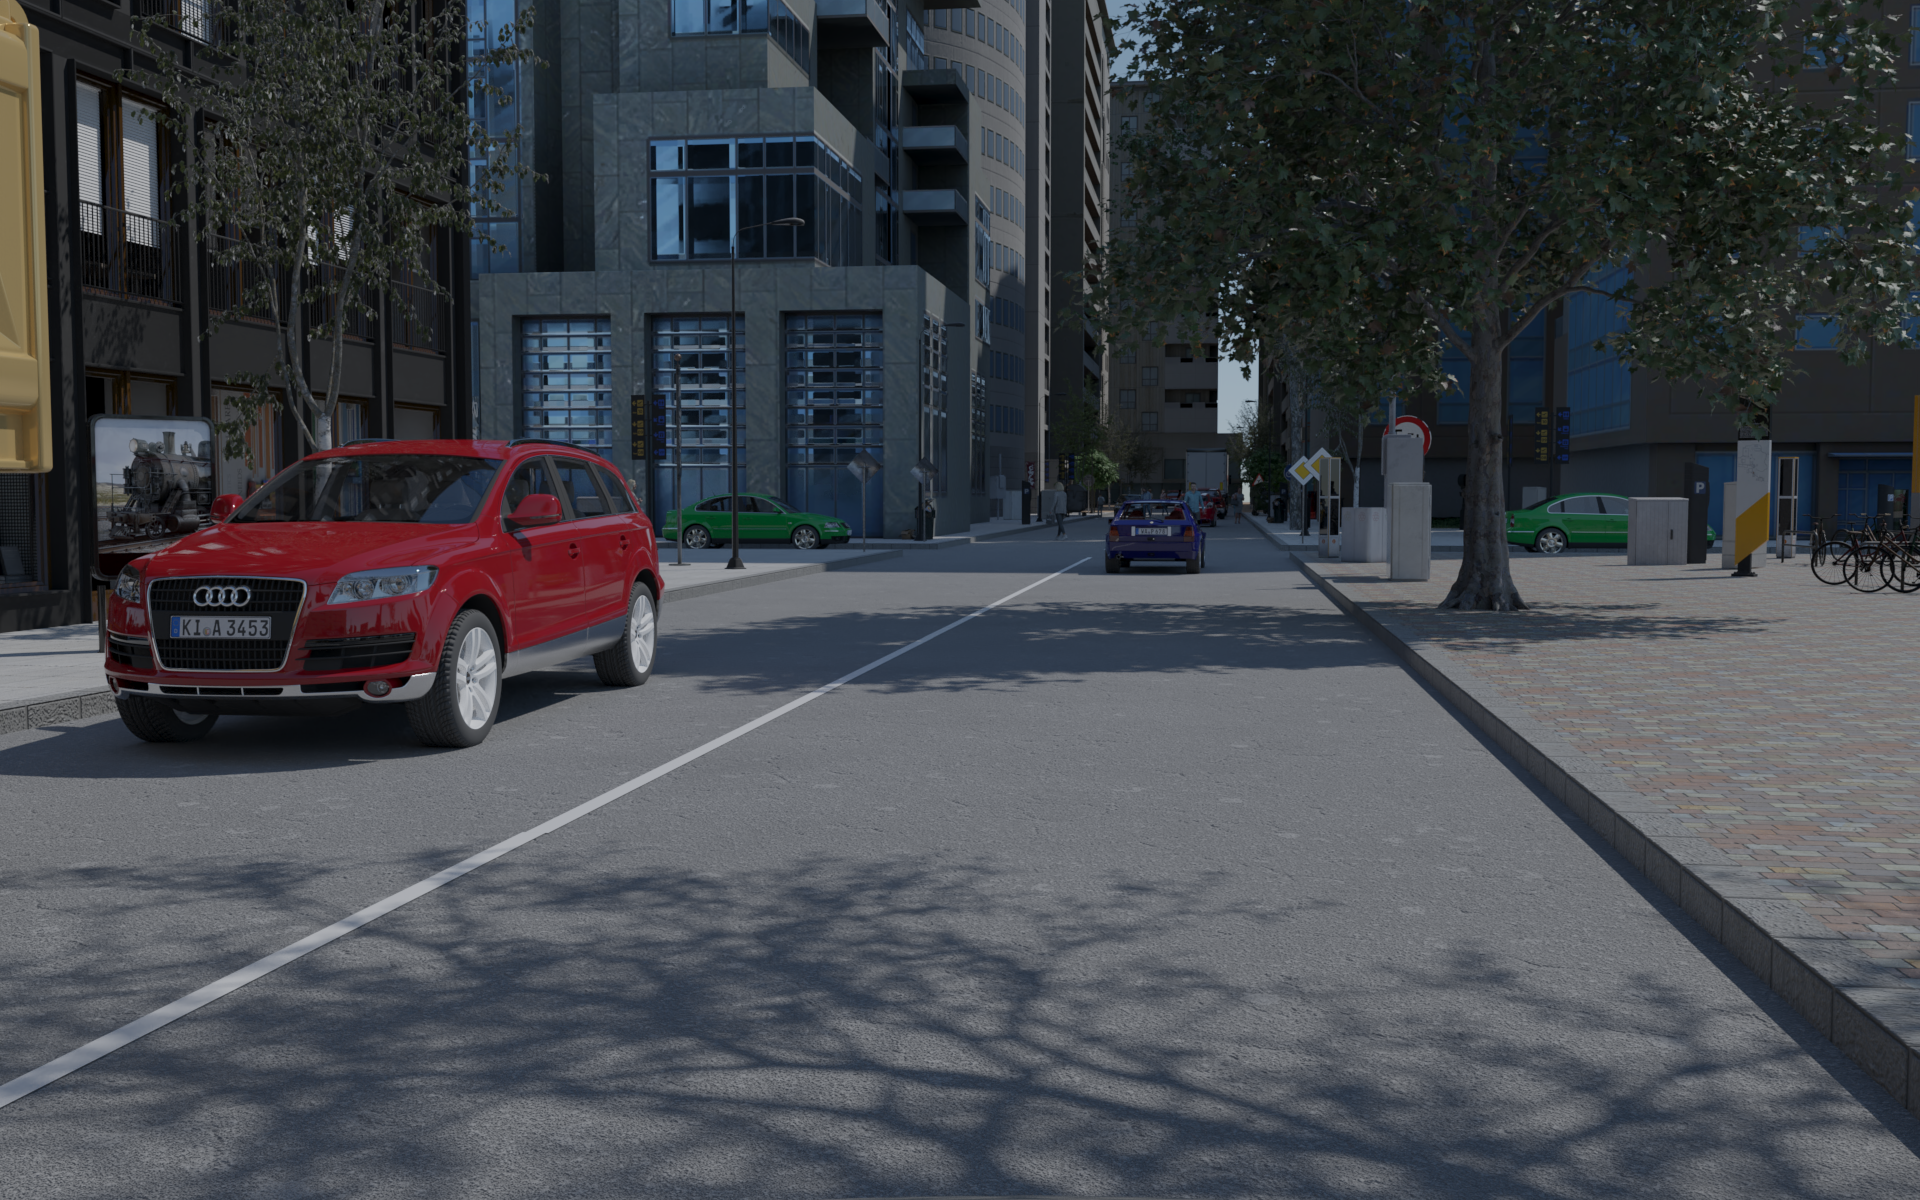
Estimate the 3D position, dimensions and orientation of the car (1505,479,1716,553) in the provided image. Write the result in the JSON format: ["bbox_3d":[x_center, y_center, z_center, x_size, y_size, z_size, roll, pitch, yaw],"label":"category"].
[{"bbox_3d":[14.828,-1.895,39.788,4.718,1.807,1.959,0,4,8],"label":"car"}]

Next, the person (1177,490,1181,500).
[{"bbox_3d":[19.818,-9.005,155.686,0.705,1.831,1.348,-1,4,-22],"label":"person"}]

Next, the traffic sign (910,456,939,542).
[{"bbox_3d":[-0.951,-2.610,46.316,0.795,2.450,0.064,1,4,8],"label":"traffic sign"}]

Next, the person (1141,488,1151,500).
[{"bbox_3d":[10.363,-5.341,96.096,0.793,1.790,0.793,-1,4,-16],"label":"person"}]

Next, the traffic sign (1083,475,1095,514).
[{"bbox_3d":[8.440,-6.939,113.557,0.768,2.556,0.104,1,4,10],"label":"traffic sign"}]

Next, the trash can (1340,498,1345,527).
[{"bbox_3d":[14.527,-3.387,67.034,0.748,1.137,0.748,0,3,0],"label":"trash can"}]

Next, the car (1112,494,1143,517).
[{"bbox_3d":[9.966,-5.604,101.405,2.009,1.686,4.222,1,4,9],"label":"car"}]

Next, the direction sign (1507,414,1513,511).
[{"bbox_3d":[15.769,-3.531,49.726,0.379,3.537,0.876,1,4,10],"label":"direction sign"}]

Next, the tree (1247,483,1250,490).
[{"bbox_3d":[26.668,-9.778,154.472,1.663,3.219,1.824,0,3,0],"label":"tree"}]

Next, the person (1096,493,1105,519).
[{"bbox_3d":[7.907,-5.309,97.891,0.523,1.515,0.503,2,4,32],"label":"person"}]

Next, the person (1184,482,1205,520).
[{"bbox_3d":[7.617,-2.932,56.453,0.660,1.820,0.620,-1,4,-12],"label":"person"}]

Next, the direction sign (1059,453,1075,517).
[{"bbox_3d":[5.877,-6.330,95.489,0.876,3.537,0.379,0,4,-7],"label":"direction sign"}]

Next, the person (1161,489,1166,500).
[{"bbox_3d":[13.005,-6.182,110.159,0.643,1.750,0.593,0,4,5],"label":"person"}]

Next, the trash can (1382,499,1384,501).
[{"bbox_3d":[11.933,-2.188,47.431,0.748,1.137,0.748,0,3,0],"label":"trash can"}]

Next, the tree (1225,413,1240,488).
[{"bbox_3d":[21.738,-10.826,127.360,4.360,8.622,3.978,0,3,0],"label":"tree"}]

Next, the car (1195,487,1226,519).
[{"bbox_3d":[14.201,-5.572,99.772,2.281,1.827,5.304,0,4,7],"label":"car"}]

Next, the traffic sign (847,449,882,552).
[{"bbox_3d":[-2.125,-2.127,38.418,0.795,2.450,0.064,1,4,8],"label":"traffic sign"}]

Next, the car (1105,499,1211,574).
[{"bbox_3d":[3.716,-1.223,32.573,1.945,1.354,3.894,1,4,10],"label":"car"}]

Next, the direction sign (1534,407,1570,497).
[{"bbox_3d":[15.415,-3.251,45.147,0.876,3.537,0.379,0,4,8],"label":"direction sign"}]

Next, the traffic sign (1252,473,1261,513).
[{"bbox_3d":[18.664,-6.611,108.092,0.884,2.594,0.081,1,4,10],"label":"traffic sign"}]

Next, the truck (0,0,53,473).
[{"bbox_3d":[-5.068,-0.337,1.434,3.469,3.379,9.791,1,4,8],"label":"truck"}]

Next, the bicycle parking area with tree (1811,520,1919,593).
[{"bbox_3d":[15.160,-2.033,20.234,9.016,4.147,8.231,1,4,23],"label":"bicycle parking area with tree"}]

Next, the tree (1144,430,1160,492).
[{"bbox_3d":[16.872,-13.428,169.915,4.360,8.622,3.978,0,3,0],"label":"tree"}]

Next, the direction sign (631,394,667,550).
[{"bbox_3d":[-7.087,-2.905,39.489,0.876,3.537,0.379,1,4,18],"label":"direction sign"}]

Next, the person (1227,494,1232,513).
[{"bbox_3d":[19.910,-7.375,129.814,1.217,1.736,0.721,0,4,3],"label":"person"}]

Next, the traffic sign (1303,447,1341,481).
[{"bbox_3d":[7.709,-2.037,36.941,0.795,2.450,0.064,1,4,8],"label":"traffic sign"}]

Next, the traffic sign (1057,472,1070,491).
[{"bbox_3d":[5.878,-6.009,98.352,0.768,2.556,0.104,1,4,14],"label":"traffic sign"}]

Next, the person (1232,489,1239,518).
[{"bbox_3d":[16.776,-5.863,105.198,0.563,1.720,0.643,1,4,18],"label":"person"}]

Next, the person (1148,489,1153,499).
[{"bbox_3d":[13.105,-6.769,119.736,0.480,1.755,0.524,-2,4,-26],"label":"person"}]

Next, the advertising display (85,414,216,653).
[{"bbox_3d":[-6.619,-0.551,14.229,0.974,1.923,0.123,-3,5,-43],"label":"advertising display"}]

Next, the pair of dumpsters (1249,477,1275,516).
[{"bbox_3d":[17.950,-6.115,102.478,1.574,2.255,4.437,1,4,9],"label":"pair of dumpsters"}]

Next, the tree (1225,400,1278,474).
[{"bbox_3d":[22.736,-11.234,134.045,4.737,8.622,4.395,0,3,0],"label":"tree"}]

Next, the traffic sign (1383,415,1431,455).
[{"bbox_3d":[7.243,-1.715,28.141,0.768,2.556,0.104,1,4,9],"label":"traffic sign"}]

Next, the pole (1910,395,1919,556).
[{"bbox_3d":[19.800,-2.569,35.846,0.158,3.312,0.155,0,3,0],"label":"pole"}]

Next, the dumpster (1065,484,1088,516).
[{"bbox_3d":[6.664,-5.764,99.992,1.264,1.857,1.865,1,4,9],"label":"dumpster"}]

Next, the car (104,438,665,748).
[{"bbox_3d":[-3.535,-0.177,11.567,2.281,1.827,5.304,0,4,7],"label":"car"}]

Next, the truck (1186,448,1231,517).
[{"bbox_3d":[16.082,-7.539,112.182,2.839,4.237,11.283,1,4,10],"label":"truck"}]

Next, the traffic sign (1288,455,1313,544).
[{"bbox_3d":[8.883,-2.520,44.840,0.795,2.450,0.064,1,4,8],"label":"traffic sign"}]

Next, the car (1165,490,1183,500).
[{"bbox_3d":[21.366,-10.003,172.228,2.281,1.827,5.304,0,4,7],"label":"car"}]

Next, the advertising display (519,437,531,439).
[{"bbox_3d":[-4.973,-0.902,19.959,0.123,1.923,0.974,-1,4,-10],"label":"advertising display"}]

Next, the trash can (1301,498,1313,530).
[{"bbox_3d":[12.394,-3.124,62.739,0.748,1.137,0.748,0,3,0],"label":"trash can"}]

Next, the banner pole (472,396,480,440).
[{"bbox_3d":[-11.034,-3.003,39.119,0.401,3.779,0.863,-3,5,-43],"label":"banner pole"}]

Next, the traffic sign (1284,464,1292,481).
[{"bbox_3d":[13.820,-4.389,71.860,0.768,2.556,0.104,1,4,12],"label":"traffic sign"}]

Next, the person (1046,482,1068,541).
[{"bbox_3d":[3.032,-2.736,53.408,0.709,1.800,0.728,-3,4,-38],"label":"person"}]

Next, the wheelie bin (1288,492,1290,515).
[{"bbox_3d":[20.440,-5.989,105.824,0.980,1.594,0.693,-3,5,-40],"label":"wheelie bin"}]

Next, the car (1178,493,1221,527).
[{"bbox_3d":[10.386,-4.116,76.333,2.155,1.783,4.494,1,4,10],"label":"car"}]

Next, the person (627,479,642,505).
[{"bbox_3d":[-8.239,-2.150,43.832,0.526,1.800,0.537,0,4,-3],"label":"person"}]

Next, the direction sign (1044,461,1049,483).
[{"bbox_3d":[5.714,-7.732,118.412,0.876,3.537,0.379,-2,4,-33],"label":"direction sign"}]

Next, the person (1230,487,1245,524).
[{"bbox_3d":[13.405,-4.571,83.587,0.716,1.782,0.532,0,4,-7],"label":"person"}]

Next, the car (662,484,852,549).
[{"bbox_3d":[-5.085,-2.126,43.563,4.718,1.807,1.959,0,4,7],"label":"car"}]

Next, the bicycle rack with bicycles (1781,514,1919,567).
[{"bbox_3d":[16.228,-1.101,31.381,2.852,0.926,2.925,1,4,9],"label":"bicycle rack with bicycles"}]

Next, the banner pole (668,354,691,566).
[{"bbox_3d":[-4.978,-2.492,30.759,0.401,3.779,0.863,-1,4,-13],"label":"banner pole"}]
